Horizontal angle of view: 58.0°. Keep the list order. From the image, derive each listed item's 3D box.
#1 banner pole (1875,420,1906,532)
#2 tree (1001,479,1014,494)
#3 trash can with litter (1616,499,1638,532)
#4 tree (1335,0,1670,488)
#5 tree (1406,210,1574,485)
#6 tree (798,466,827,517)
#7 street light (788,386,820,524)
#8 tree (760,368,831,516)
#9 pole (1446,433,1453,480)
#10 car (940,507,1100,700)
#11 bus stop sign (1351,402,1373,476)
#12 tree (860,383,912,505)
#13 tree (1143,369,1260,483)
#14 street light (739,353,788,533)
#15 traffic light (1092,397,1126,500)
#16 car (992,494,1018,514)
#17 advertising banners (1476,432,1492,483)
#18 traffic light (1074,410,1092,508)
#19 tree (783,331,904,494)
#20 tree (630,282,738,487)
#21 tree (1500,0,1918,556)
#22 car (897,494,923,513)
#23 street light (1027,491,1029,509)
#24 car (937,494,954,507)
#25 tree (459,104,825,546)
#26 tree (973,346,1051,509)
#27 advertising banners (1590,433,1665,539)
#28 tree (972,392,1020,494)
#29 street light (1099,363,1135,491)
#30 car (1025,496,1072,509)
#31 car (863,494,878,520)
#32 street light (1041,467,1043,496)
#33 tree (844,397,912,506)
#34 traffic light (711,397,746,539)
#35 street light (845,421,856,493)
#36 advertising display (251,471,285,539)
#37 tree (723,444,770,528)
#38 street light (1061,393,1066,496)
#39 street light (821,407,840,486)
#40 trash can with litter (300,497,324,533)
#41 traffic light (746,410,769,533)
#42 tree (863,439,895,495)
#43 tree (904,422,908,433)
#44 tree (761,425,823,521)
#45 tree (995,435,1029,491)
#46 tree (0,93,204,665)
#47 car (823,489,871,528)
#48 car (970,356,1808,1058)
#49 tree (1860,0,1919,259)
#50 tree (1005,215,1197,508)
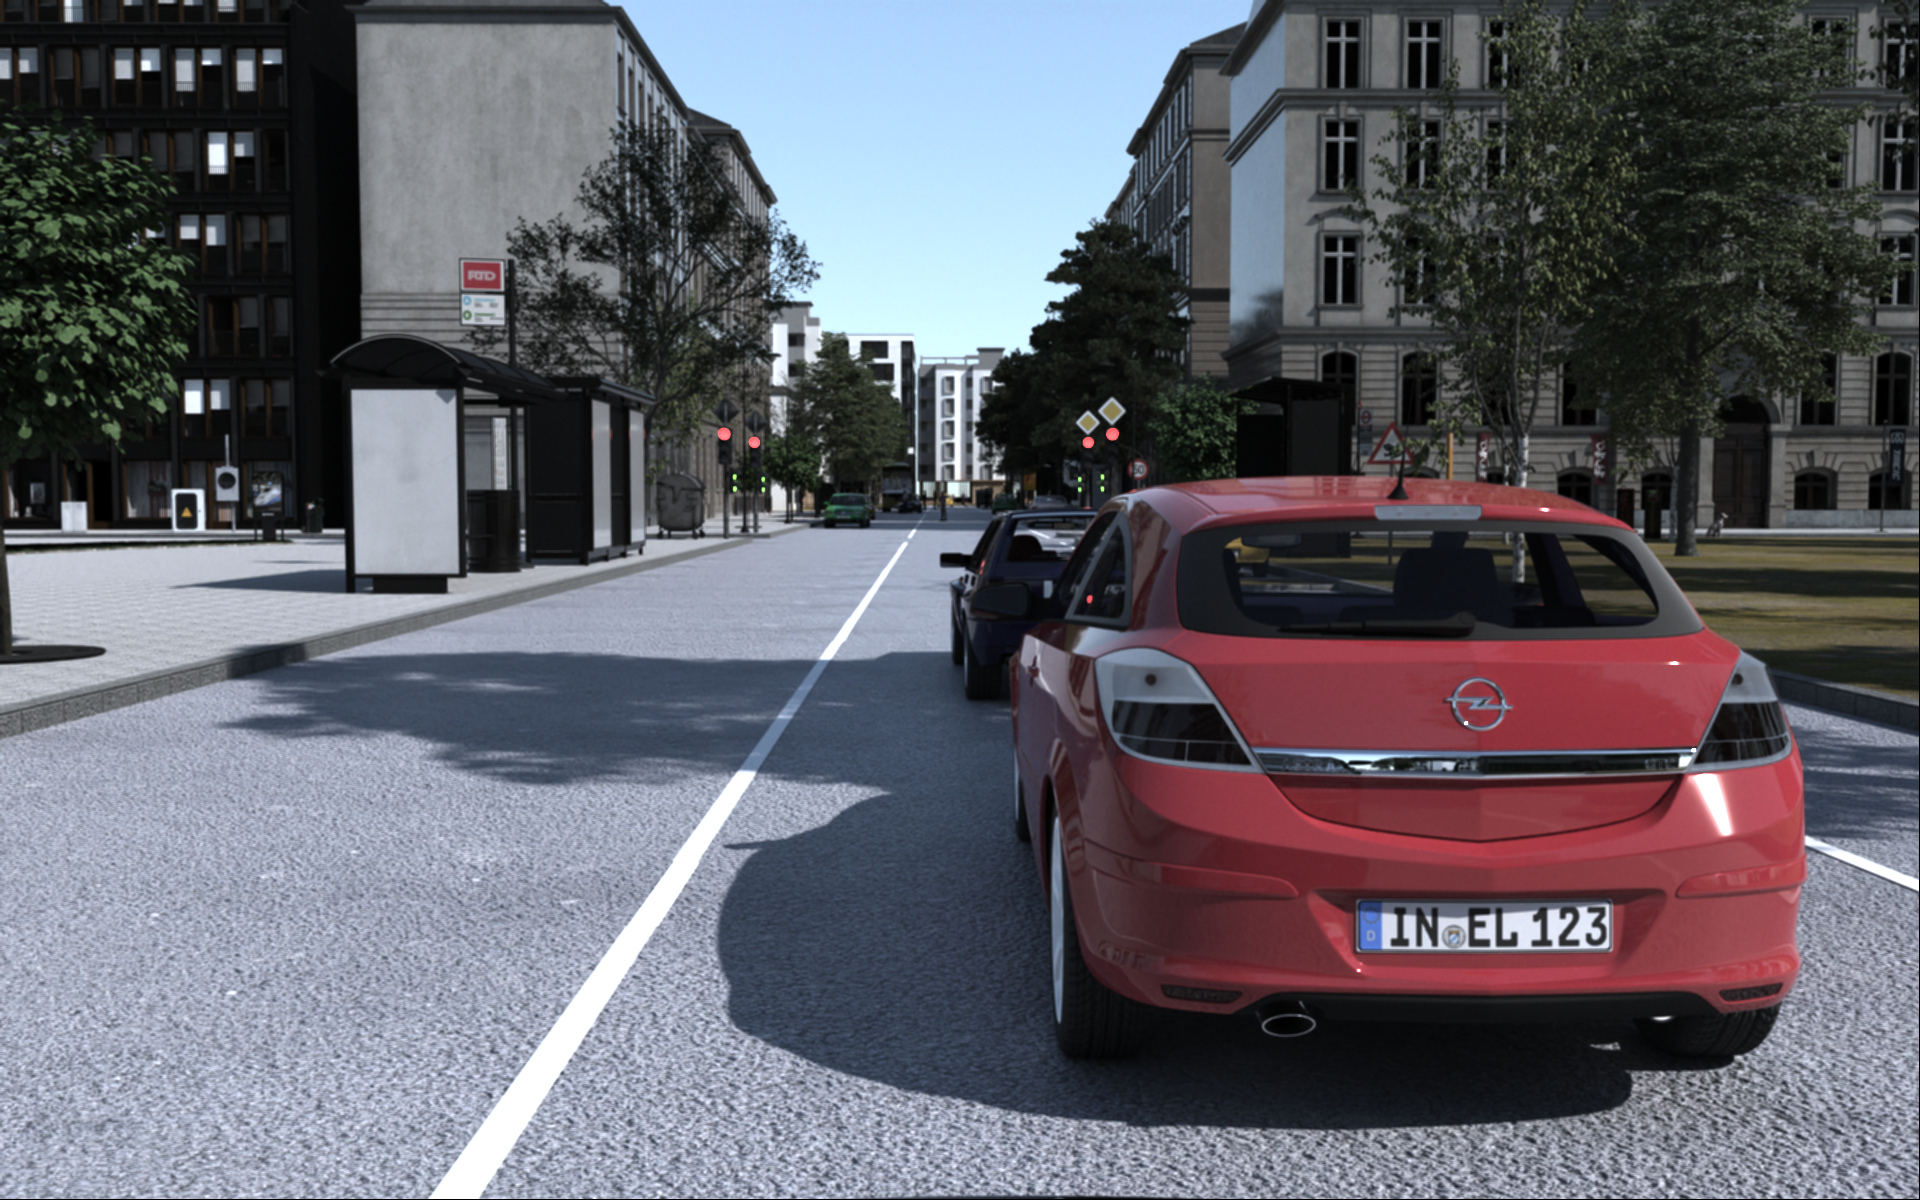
[{"bbox_3d":[31.425,-4.186,58.461,0.863,3.779,0.401,2,4,29],"label":"banner pole"},{"bbox_3d":[5.706,-12.543,199.672,1.663,3.219,1.824,0,3,0],"label":"tree"},{"bbox_3d":[21.717,-2.855,57.744,2.233,1.210,1.678,-1,4,-22],"label":"trash can with litter"},{"bbox_3d":[7.244,-4.418,22.592,4.737,8.622,4.395,0,3,0],"label":"tree"},{"bbox_3d":[13.769,-5.732,44.075,4.360,8.622,3.978,0,3,0],"label":"tree"},{"bbox_3d":[-8.279,-6.157,95.261,1.663,3.219,1.824,0,3,0],"label":"tree"},{"bbox_3d":[-6.904,-6.249,74.707,1.470,5.913,1.316,0,4,-1],"label":"street light"},{"bbox_3d":[-9.674,-9.182,100.492,4.360,8.622,3.978,0,3,0],"label":"tree"},{"bbox_3d":[16.342,-3.915,57.861,0.158,3.312,0.155,0,3,0],"label":"pole"},{"bbox_3d":[0.831,-0.053,13.444,1.945,1.354,3.894,0,4,-2],"label":"car"},{"bbox_3d":[11.588,-3.736,49.793,0.416,3.939,0.855,-2,4,-24],"label":"bus stop sign"},{"bbox_3d":[-9.529,-17.779,198.108,7.806,13.903,7.818,0,3,0],"label":"tree"},{"bbox_3d":[6.426,-3.788,45.655,4.285,4.588,4.351,0,3,0],"label":"tree"},{"bbox_3d":[-6.587,-5.179,57.217,1.470,5.913,1.316,0,4,-1],"label":"street light"},{"bbox_3d":[4.306,-3.685,49.488,0.839,4.213,0.868,0,4,-1],"label":"traffic light"},{"bbox_3d":[3.172,-7.008,123.373,1.959,1.807,4.718,0,4,0],"label":"car"},{"bbox_3d":[14.150,-3.223,48.876,2.074,3.025,0.090,-1,4,-23],"label":"advertising banners"},{"bbox_3d":[4.211,-4.173,57.472,0.839,4.213,0.868,0,4,-1],"label":"traffic light"},{"bbox_3d":[-8.539,-12.398,120.829,7.486,12.596,7.792,0,3,0],"label":"tree"},{"bbox_3d":[-9.834,-6.754,60.786,4.737,8.622,4.395,0,3,0],"label":"tree"},{"bbox_3d":[15.008,-7.154,35.100,7.486,12.596,7.792,0,3,0],"label":"tree"},{"bbox_3d":[-3.747,-7.393,130.665,2.009,1.686,4.222,0,4,1],"label":"car"},{"bbox_3d":[4.911,-8.715,115.031,1.470,5.913,1.316,0,4,-1],"label":"street light"},{"bbox_3d":[-1.632,-11.090,191.552,2.015,1.641,3.980,0,4,1],"label":"car"},{"bbox_3d":[-7.816,-6.589,42.151,8.767,10.594,7.601,-1,4,-21],"label":"tree"},{"bbox_3d":[5.238,-14.690,147.599,7.806,13.903,7.818,0,3,0],"label":"tree"},{"bbox_3d":[19.172,-3.278,49.786,2.074,3.025,0.090,1,4,13],"label":"advertising banners"},{"bbox_3d":[5.044,-14.910,169.533,9.928,11.665,9.643,0,3,0],"label":"tree"},{"bbox_3d":[5.602,-5.434,61.389,1.470,5.913,1.316,0,4,-1],"label":"street light"},{"bbox_3d":[3.857,-3.832,75.009,2.083,1.381,4.827,0,4,1],"label":"car"},{"bbox_3d":[-5.554,-5.237,95.849,2.015,1.641,3.980,0,4,-2],"label":"car"},{"bbox_3d":[5.232,-7.642,97.482,1.470,5.913,1.316,0,4,-1],"label":"street light"},{"bbox_3d":[-8.718,-15.556,180.095,9.928,11.665,9.643,0,3,0],"label":"tree"},{"bbox_3d":[-6.654,-3.676,49.341,0.839,4.213,0.868,0,4,-1],"label":"traffic light"},{"bbox_3d":[-7.315,-8.420,110.202,1.470,5.913,1.316,0,4,-1],"label":"street light"},{"bbox_3d":[-19.445,-2.660,48.708,0.974,1.923,0.123,1,4,13],"label":"advertising display"},{"bbox_3d":[-8.017,-4.358,65.862,1.663,3.219,1.824,0,3,0],"label":"tree"},{"bbox_3d":[5.356,-6.572,79.990,1.470,5.913,1.316,0,4,-1],"label":"street light"},{"bbox_3d":[-7.076,-7.318,92.198,1.470,5.913,1.316,0,4,-1],"label":"street light"},{"bbox_3d":[-21.308,-2.775,56.764,1.055,1.170,0.624,3,5,42],"label":"trash can with litter"},{"bbox_3d":[-6.750,-4.164,57.326,0.839,4.213,0.868,0,4,-1],"label":"traffic light"},{"bbox_3d":[-8.808,-13.568,172.197,4.737,8.622,4.395,0,3,0],"label":"tree"},{"bbox_3d":[-8.519,-14.430,154.065,7.486,12.596,7.792,0,3,0],"label":"tree"},{"bbox_3d":[-8.063,-6.089,83.269,4.285,4.588,4.351,0,3,0],"label":"tree"},{"bbox_3d":[5.429,-12.604,156.443,4.360,8.622,3.978,0,3,0],"label":"tree"},{"bbox_3d":[-7.543,-1.828,13.606,4.285,4.588,4.351,0,3,0],"label":"tree"},{"bbox_3d":[-4.828,-4.005,74.271,1.959,1.807,4.718,0,4,1],"label":"car"},{"bbox_3d":[1.116,0.193,5.889,2.155,1.783,4.494,0,4,0],"label":"car"},{"bbox_3d":[10.554,-4.055,16.656,4.360,8.622,3.978,0,3,0],"label":"tree"},{"bbox_3d":[5.896,-8.859,66.907,6.751,12.117,7.091,0,3,0],"label":"tree"}]
